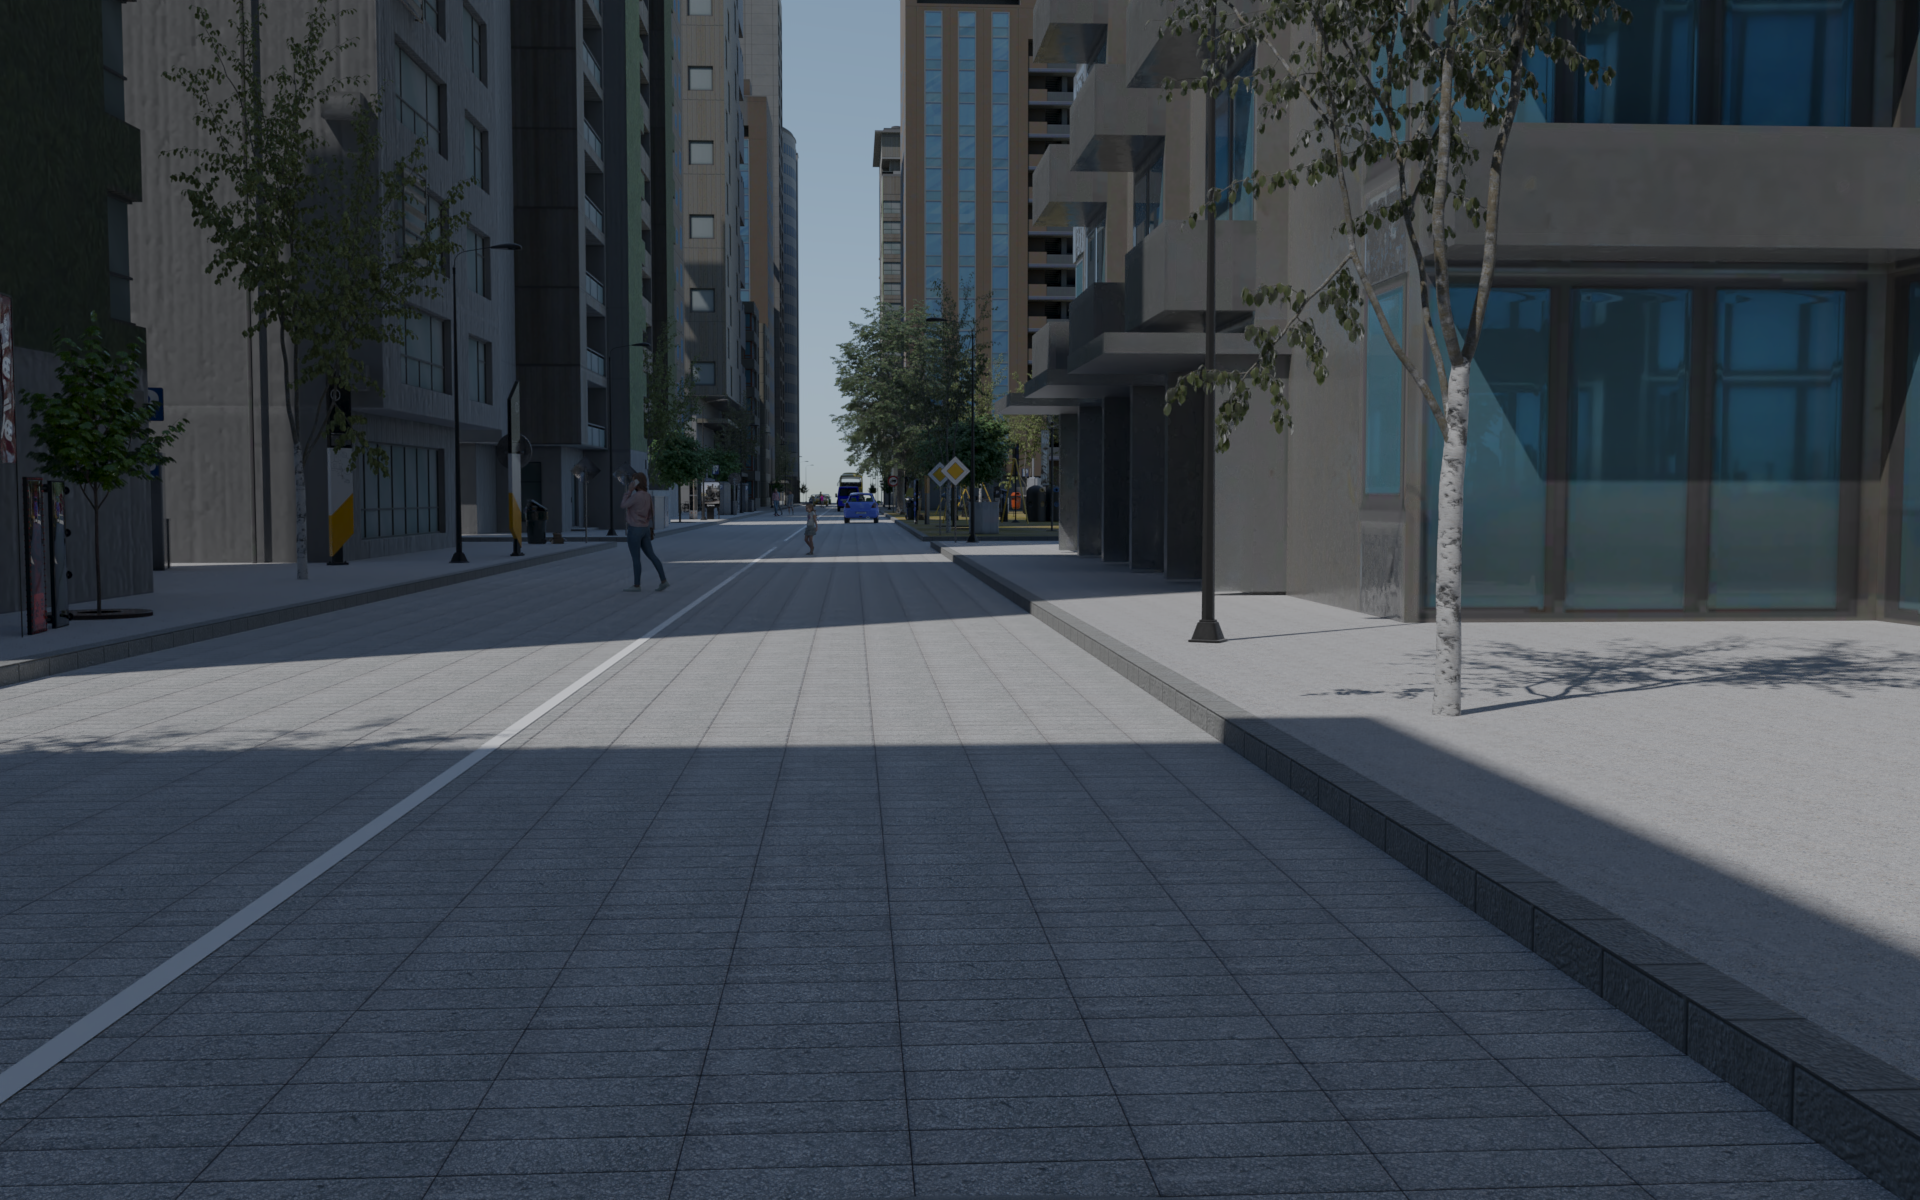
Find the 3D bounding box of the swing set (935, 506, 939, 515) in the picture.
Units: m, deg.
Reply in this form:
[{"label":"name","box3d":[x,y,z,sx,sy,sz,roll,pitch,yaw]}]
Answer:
[{"label":"swing set","box3d":[0.389,-6.532,104.421,2.862,2.851,3.119,-2,4,-24]}]

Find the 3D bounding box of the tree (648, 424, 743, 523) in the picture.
[{"label":"tree","box3d":[-12.724,-5.771,78.068,4.285,4.588,4.351,0,3,0]}]

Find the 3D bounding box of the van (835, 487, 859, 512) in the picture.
[{"label":"van","box3d":[-9.208,-8.479,143.021,2.240,2.365,5.245,0,4,-4]}]

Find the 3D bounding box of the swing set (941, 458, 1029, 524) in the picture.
[{"label":"swing set","box3d":[1.205,-4.745,75.199,3.119,2.851,2.862,-1,4,-22]}]

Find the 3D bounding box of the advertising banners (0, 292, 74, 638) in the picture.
[{"label":"advertising banners","box3d":[-8.506,-1.205,15.898,0.090,3.025,2.074,-1,4,-13]}]

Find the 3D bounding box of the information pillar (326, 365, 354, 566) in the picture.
[{"label":"information pillar","box3d":[-11.185,-2.438,31.214,0.183,3.616,0.504,2,4,33]}]

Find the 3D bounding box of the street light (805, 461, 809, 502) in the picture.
[{"label":"street light","box3d":[-21.947,-16.550,243.125,1.470,5.913,1.316,0,4,-4]}]

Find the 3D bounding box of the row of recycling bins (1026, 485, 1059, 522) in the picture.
[{"label":"row of recycling bins","box3d":[4.761,-4.494,80.591,3.534,1.692,1.069,-1,4,-18]}]

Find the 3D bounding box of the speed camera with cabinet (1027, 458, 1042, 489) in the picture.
[{"label":"speed camera with cabinet","box3d":[4.714,-6.193,95.588,2.038,3.252,0.660,3,4,36]}]

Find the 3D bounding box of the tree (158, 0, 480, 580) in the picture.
[{"label":"tree","box3d":[-9.659,-4.610,25.735,4.737,8.622,4.395,0,3,0]}]

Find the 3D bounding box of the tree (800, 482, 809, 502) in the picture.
[{"label":"tree","box3d":[-23.880,-16.575,265.608,1.663,3.219,1.824,0,3,0]}]

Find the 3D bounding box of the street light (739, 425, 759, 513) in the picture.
[{"label":"street light","box3d":[-14.089,-8.761,115.791,1.470,5.913,1.316,0,4,-4]}]

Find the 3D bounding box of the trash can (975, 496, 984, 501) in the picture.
[{"label":"trash can","box3d":[1.435,-7.033,126.634,0.748,1.137,0.748,0,3,0]}]

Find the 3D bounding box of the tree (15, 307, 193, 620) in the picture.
[{"label":"tree","box3d":[-8.909,-1.439,18.122,1.663,3.219,1.824,0,3,0]}]

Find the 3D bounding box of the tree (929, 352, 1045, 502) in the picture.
[{"label":"tree","box3d":[1.257,-8.465,88.762,4.737,8.622,4.395,0,3,0]}]

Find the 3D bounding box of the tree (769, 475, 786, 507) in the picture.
[{"label":"tree","box3d":[-18.592,-11.179,177.370,1.663,3.219,1.824,0,3,0]}]

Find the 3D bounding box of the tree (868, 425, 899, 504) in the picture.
[{"label":"tree","box3d":[-3.566,-10.944,129.302,4.737,8.622,4.395,0,3,0]}]

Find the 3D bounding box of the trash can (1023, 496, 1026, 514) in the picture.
[{"label":"trash can","box3d":[4.268,-5.991,109.611,0.748,1.137,0.748,0,3,0]}]

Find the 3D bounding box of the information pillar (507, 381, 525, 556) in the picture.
[{"label":"information pillar","box3d":[-9.177,-2.712,35.689,0.183,3.616,0.504,0,4,6]}]

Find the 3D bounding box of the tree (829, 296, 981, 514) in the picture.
[{"label":"tree","box3d":[-3.730,-12.578,112.298,9.857,13.997,8.962,0,3,0]}]

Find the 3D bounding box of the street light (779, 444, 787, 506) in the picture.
[{"label":"street light","box3d":[-16.882,-11.494,160.472,1.470,5.913,1.316,0,4,-4]}]

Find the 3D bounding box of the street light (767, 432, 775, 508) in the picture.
[{"label":"street light","box3d":[-14.845,-9.611,129.684,1.470,5.913,1.316,0,4,-4]}]

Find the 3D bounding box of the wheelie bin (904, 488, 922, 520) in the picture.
[{"label":"wheelie bin","box3d":[-2.367,-4.851,87.221,0.980,1.594,0.693,2,4,34]}]

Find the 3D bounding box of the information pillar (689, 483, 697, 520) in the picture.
[{"label":"information pillar","box3d":[-13.445,-5.063,87.278,0.304,2.012,0.304,2,4,28]}]

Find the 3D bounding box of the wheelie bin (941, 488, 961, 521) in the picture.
[{"label":"wheelie bin","box3d":[-0.443,-4.660,84.101,0.980,1.594,0.693,0,4,-6]}]

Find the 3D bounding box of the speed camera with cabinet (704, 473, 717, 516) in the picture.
[{"label":"speed camera with cabinet","box3d":[-14.453,-6.489,100.438,0.660,3.252,2.038,-1,4,-12]}]

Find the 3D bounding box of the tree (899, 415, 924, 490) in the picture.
[{"label":"tree","box3d":[-1.173,-10.534,122.593,4.737,8.622,4.395,0,3,0]}]

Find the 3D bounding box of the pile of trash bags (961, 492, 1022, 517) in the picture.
[{"label":"pile of trash bags","box3d":[1.887,-5.315,96.649,3.447,1.369,1.912,-2,4,-28]}]

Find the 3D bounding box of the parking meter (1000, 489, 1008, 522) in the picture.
[{"label":"parking meter","box3d":[2.040,-4.387,80.132,0.372,1.533,0.369,0,3,0]}]

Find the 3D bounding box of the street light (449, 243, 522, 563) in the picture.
[{"label":"street light","box3d":[-8.813,-3.648,32.194,1.470,5.913,1.316,0,4,-4]}]

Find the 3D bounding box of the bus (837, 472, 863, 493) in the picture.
[{"label":"bus","box3d":[-12.394,-12.512,196.124,2.896,3.916,12.252,0,4,-5]}]

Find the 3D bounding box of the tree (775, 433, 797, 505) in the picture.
[{"label":"tree","box3d":[-20.943,-15.520,204.111,4.360,8.622,3.978,0,3,0]}]

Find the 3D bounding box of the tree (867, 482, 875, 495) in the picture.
[{"label":"tree","box3d":[-13.812,-17.115,274.437,1.663,3.219,1.824,0,3,0]}]

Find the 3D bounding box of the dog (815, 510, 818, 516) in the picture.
[{"label":"dog","box3d":[-9.595,-5.758,114.337,0.550,0.427,0.748,0,4,5]}]

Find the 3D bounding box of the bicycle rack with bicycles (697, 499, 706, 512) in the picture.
[{"label":"bicycle rack with bicycles","box3d":[-18.969,-6.606,121.397,2.852,0.926,2.925,3,5,43]}]

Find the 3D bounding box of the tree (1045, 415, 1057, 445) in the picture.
[{"label":"tree","box3d":[3.856,-9.150,99.969,4.737,8.622,4.395,0,3,0]}]

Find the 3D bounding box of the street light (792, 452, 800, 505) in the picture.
[{"label":"street light","box3d":[-18.738,-13.378,191.272,1.470,5.913,1.316,0,4,-4]}]

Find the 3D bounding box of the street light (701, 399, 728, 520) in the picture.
[{"label":"street light","box3d":[-12.020,-6.863,84.755,1.470,5.913,1.316,0,4,-4]}]

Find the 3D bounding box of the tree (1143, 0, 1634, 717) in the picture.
[{"label":"tree","box3d":[2.775,-3.650,10.033,4.360,8.622,3.978,0,3,0]}]

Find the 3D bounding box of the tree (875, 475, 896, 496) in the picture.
[{"label":"tree","box3d":[-6.642,-10.012,158.291,1.663,3.219,1.824,0,3,0]}]

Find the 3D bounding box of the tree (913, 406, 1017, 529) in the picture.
[{"label":"tree","box3d":[-0.180,-5.180,68.404,4.285,4.588,4.351,0,3,0]}]

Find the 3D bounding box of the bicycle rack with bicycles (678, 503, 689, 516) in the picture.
[{"label":"bicycle rack with bicycles","box3d":[-18.072,-5.434,102.231,2.852,0.926,2.925,-2,4,-35]}]

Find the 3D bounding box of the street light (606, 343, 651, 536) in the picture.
[{"label":"street light","box3d":[-10.188,-4.934,53.219,1.470,5.913,1.316,0,4,-4]}]

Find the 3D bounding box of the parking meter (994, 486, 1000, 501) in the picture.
[{"label":"parking meter","box3d":[2.445,-6.693,115.145,0.399,1.863,0.255,-1,4,-10]}]

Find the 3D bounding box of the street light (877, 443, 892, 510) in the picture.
[{"label":"street light","box3d":[-6.308,-10.328,141.411,1.470,5.913,1.316,0,4,-4]}]

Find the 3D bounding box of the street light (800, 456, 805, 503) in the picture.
[{"label":"street light","box3d":[-20.022,-14.666,212.329,1.470,5.913,1.316,0,4,-4]}]

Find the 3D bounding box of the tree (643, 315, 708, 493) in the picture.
[{"label":"tree","box3d":[-12.453,-7.323,70.088,4.737,8.622,4.395,0,3,0]}]

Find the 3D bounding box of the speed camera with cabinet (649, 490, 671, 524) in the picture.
[{"label":"speed camera with cabinet","box3d":[-13.367,-4.875,74.041,0.660,3.252,2.038,3,5,43]}]

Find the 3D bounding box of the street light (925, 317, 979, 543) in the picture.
[{"label":"street light","box3d":[-0.206,-4.472,45.661,1.470,5.913,1.316,0,4,-4]}]

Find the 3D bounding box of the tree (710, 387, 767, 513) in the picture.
[{"label":"tree","box3d":[-15.297,-10.330,119.264,4.360,8.622,3.978,0,3,0]}]

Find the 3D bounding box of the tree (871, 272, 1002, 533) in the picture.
[{"label":"tree","box3d":[-0.528,-6.551,57.475,4.360,8.622,3.978,0,3,0]}]

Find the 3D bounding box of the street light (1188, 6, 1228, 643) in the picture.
[{"label":"street light","box3d":[1.613,-2.587,14.841,1.470,5.913,1.316,0,4,-4]}]
